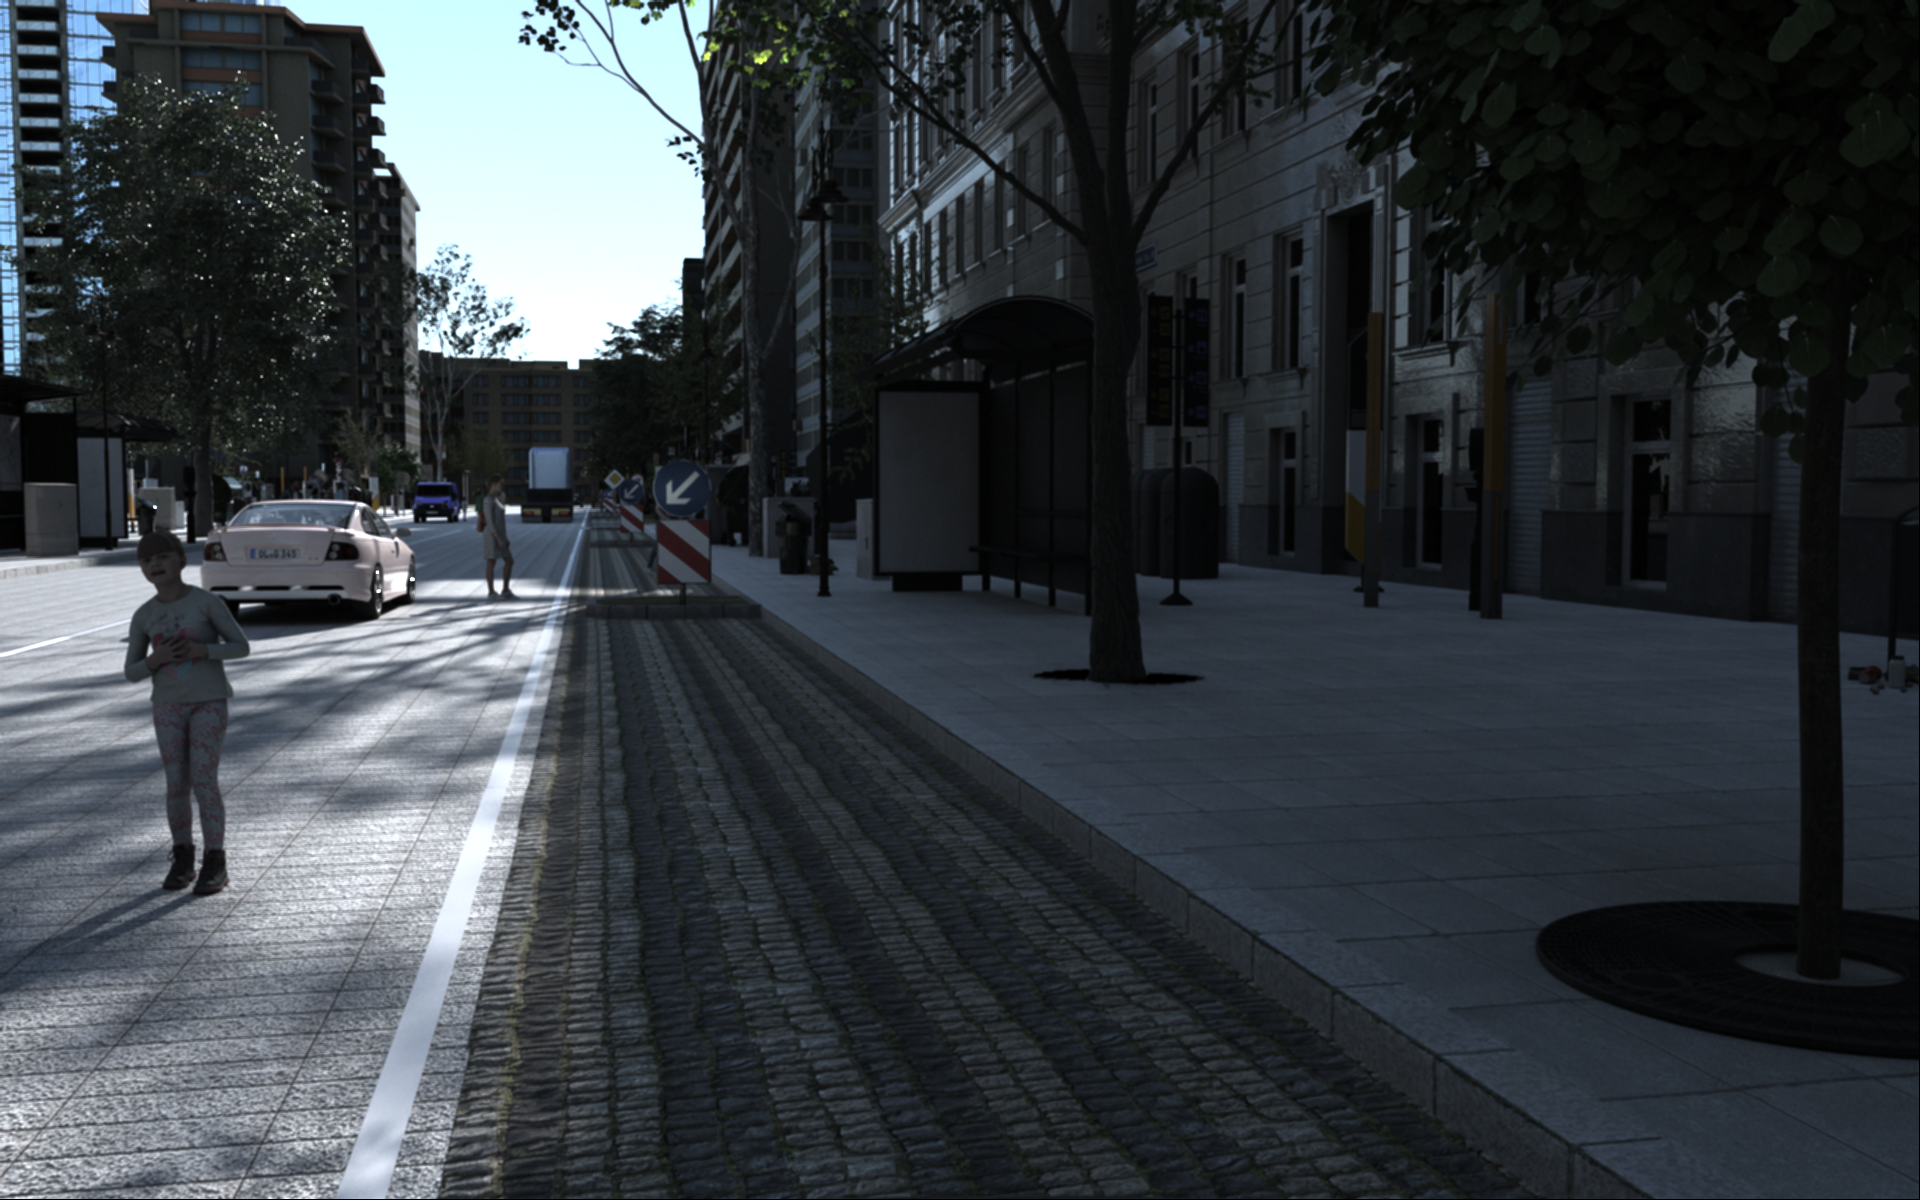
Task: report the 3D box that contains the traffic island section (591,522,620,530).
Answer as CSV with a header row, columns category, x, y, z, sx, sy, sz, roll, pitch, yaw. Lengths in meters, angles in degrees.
category,x,y,z,sx,sy,sz,roll,pitch,yaw
traffic island section,-15.383,-3.347,76.997,2.009,0.180,2.903,-1,4,-12

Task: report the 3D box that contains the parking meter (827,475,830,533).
category,x,y,z,sx,sy,sz,roll,pitch,yaw
parking meter,-3.792,-2.792,51.363,0.255,1.863,0.399,0,4,6

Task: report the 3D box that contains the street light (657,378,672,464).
category,x,y,z,sx,sy,sz,roll,pitch,yaw
street light,-11.622,-5.870,68.755,0.468,5.910,1.993,-1,4,-12

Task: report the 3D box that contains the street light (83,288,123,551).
category,x,y,z,sx,sy,sz,roll,pitch,yaw
street light,-19.307,-4.058,39.133,0.468,5.910,1.993,-1,4,-12

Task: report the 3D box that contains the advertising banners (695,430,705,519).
category,x,y,z,sx,sy,sz,roll,pitch,yaw
advertising banners,-7.258,-3.182,48.215,0.090,3.025,2.074,0,4,-4

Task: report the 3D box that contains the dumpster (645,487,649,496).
category,x,y,z,sx,sy,sz,roll,pitch,yaw
dumpster,-25.723,-8.398,139.796,1.502,2.255,1.985,-1,4,-12

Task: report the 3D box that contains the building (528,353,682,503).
category,x,y,z,sx,sy,sz,roll,pitch,yaw
building,-47.560,-25.029,254.264,28.899,21.520,27.650,-1,4,-12

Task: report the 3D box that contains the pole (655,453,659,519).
category,x,y,z,sx,sy,sz,roll,pitch,yaw
pole,-15.146,-5.671,86.559,0.158,3.312,0.155,0,3,0

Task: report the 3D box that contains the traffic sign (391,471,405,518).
category,x,y,z,sx,sy,sz,roll,pitch,yaw
traffic sign,-30.744,-5.783,94.650,0.768,2.556,0.104,-1,4,-9

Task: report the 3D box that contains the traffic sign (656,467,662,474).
category,x,y,z,sx,sy,sz,roll,pitch,yaw
traffic sign,-10.809,-3.737,63.227,0.606,2.300,0.079,-1,4,-10

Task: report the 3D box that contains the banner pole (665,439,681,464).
category,x,y,z,sx,sy,sz,roll,pitch,yaw
banner pole,-12.785,-5.354,77.562,0.863,3.779,0.401,-1,4,-14

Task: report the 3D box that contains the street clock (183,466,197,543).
category,x,y,z,sx,sy,sz,roll,pitch,yaw
street clock,-20.071,-2.483,45.162,0.358,2.002,0.471,-2,4,-32

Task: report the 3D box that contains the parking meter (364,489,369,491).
category,x,y,z,sx,sy,sz,roll,pitch,yaw
parking meter,-29.393,-4.742,85.943,0.372,1.533,0.369,0,3,0

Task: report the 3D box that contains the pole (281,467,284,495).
category,x,y,z,sx,sy,sz,roll,pitch,yaw
pole,-51.317,-8.404,131.249,0.158,3.312,0.155,0,3,0

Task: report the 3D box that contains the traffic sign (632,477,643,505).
category,x,y,z,sx,sy,sz,roll,pitch,yaw
traffic sign,-18.507,-5.953,99.455,0.606,2.300,0.079,0,4,-7

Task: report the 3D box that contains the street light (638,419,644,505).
category,x,y,z,sx,sy,sz,roll,pitch,yaw
street light,-19.253,-8.067,104.687,0.468,5.910,1.993,-1,4,-12

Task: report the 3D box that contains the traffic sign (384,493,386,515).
category,x,y,z,sx,sy,sz,roll,pitch,yaw
traffic sign,-35.609,-6.549,107.184,0.768,2.556,0.104,0,4,-6

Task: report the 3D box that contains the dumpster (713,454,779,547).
category,x,y,z,sx,sy,sz,roll,pitch,yaw
dumpster,-5.318,-2.477,42.987,1.502,2.255,1.985,-1,4,-12

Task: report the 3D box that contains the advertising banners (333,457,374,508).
category,x,y,z,sx,sy,sz,roll,pitch,yaw
advertising banners,-28.942,-5.288,82.639,0.090,3.025,2.074,3,5,40

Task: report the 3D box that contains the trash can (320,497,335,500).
category,x,y,z,sx,sy,sz,roll,pitch,yaw
trash can,-26.926,-3.811,73.961,0.748,1.137,0.748,0,3,0

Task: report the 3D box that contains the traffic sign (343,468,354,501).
category,x,y,z,sx,sy,sz,roll,pitch,yaw
traffic sign,-30.539,-5.263,86.150,0.768,2.556,0.104,0,4,-3

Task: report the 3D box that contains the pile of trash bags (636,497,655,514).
category,x,y,z,sx,sy,sz,roll,pitch,yaw
pile of trash bags,-19.191,-6.136,110.079,1.912,1.369,3.447,2,4,23

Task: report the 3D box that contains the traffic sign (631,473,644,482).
category,x,y,z,sx,sy,sz,roll,pitch,yaw
traffic sign,-19.244,-6.317,103.386,0.768,2.556,0.104,0,4,-6

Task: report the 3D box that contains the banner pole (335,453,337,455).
category,x,y,z,sx,sy,sz,roll,pitch,yaw
banner pole,-37.750,-7.020,104.799,0.401,3.779,0.863,-1,4,-22

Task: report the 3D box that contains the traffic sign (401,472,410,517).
category,x,y,z,sx,sy,sz,roll,pitch,yaw
traffic sign,-31.571,-6.005,98.281,0.768,2.556,0.104,-1,4,-10

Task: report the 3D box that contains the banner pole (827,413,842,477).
category,x,y,z,sx,sy,sz,roll,pitch,yaw
banner pole,-3.879,-3.886,53.560,0.863,3.779,0.401,3,4,36

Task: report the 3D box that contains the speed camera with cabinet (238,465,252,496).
category,x,y,z,sx,sy,sz,roll,pitch,yaw
speed camera with cabinet,-48.134,-7.392,115.193,0.660,3.252,2.038,2,4,28

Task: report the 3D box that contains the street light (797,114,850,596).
category,x,y,z,sx,sy,sz,roll,pitch,yaw
street light,-1.707,-2.985,21.595,0.468,5.910,1.993,-1,4,-12

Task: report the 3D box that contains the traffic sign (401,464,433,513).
category,x,y,z,sx,sy,sz,roll,pitch,yaw
traffic sign,-37.358,-7.652,118.977,2.265,3.308,0.079,0,4,-5

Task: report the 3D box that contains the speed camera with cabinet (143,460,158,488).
category,x,y,z,sx,sy,sz,roll,pitch,yaw
speed camera with cabinet,-46.144,-6.438,99.595,2.038,3.252,0.660,2,4,33

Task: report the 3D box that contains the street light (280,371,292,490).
category,x,y,z,sx,sy,sz,roll,pitch,yaw
street light,-24.278,-5.487,62.503,0.468,5.910,1.993,-1,4,-12

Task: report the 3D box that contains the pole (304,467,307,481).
category,x,y,z,sx,sy,sz,roll,pitch,yaw
pole,-48.631,-8.249,128.716,0.158,3.312,0.155,0,3,0

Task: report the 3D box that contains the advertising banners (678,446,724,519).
category,x,y,z,sx,sy,sz,roll,pitch,yaw
advertising banners,-9.328,-4.040,62.249,2.074,3.025,0.090,-3,5,-40

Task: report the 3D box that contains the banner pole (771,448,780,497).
category,x,y,z,sx,sy,sz,roll,pitch,yaw
banner pole,-10.027,-6.385,94.404,0.401,3.779,0.863,2,4,35

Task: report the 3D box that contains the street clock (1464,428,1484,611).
category,x,y,z,sx,sy,sz,roll,pitch,yaw
street clock,5.717,-0.885,19.045,0.358,2.002,0.471,1,4,21

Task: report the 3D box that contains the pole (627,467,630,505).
category,x,y,z,sx,sy,sz,roll,pitch,yaw
pole,-24.140,-8.089,126.103,0.158,3.312,0.155,0,3,0

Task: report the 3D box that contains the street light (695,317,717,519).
category,x,y,z,sx,sy,sz,roll,pitch,yaw
street light,-6.632,-4.438,45.342,0.468,5.910,1.993,-1,4,-12

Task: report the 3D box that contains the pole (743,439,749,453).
category,x,y,z,sx,sy,sz,roll,pitch,yaw
pole,-7.901,-4.296,64.081,0.158,3.312,0.155,0,3,0

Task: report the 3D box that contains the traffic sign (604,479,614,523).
category,x,y,z,sx,sy,sz,roll,pitch,yaw
traffic sign,-15.405,-4.482,76.915,0.795,2.450,0.064,-1,4,-12

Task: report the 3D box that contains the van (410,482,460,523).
category,x,y,z,sx,sy,sz,roll,pitch,yaw
van,-26.493,-5.093,87.650,2.240,2.365,5.245,-1,4,-12

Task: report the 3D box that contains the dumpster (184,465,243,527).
category,x,y,z,sx,sy,sz,roll,pitch,yaw
dumpster,-24.991,-3.394,57.978,1.502,2.255,1.985,-1,4,-12

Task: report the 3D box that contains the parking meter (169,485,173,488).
category,x,y,z,sx,sy,sz,roll,pitch,yaw
parking meter,-52.750,-6.735,115.828,0.255,1.863,0.399,-1,4,-19

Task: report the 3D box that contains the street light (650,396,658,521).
category,x,y,z,sx,sy,sz,roll,pitch,yaw
street light,-14.302,-6.648,81.479,0.468,5.910,1.993,-1,4,-12

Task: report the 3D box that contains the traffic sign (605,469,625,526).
category,x,y,z,sx,sy,sz,roll,pitch,yaw
traffic sign,-13.750,-4.004,69.103,0.795,2.450,0.064,-1,4,-12

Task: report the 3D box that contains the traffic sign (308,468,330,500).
category,x,y,z,sx,sy,sz,roll,pitch,yaw
traffic sign,-24.706,-3.864,66.812,0.795,2.450,0.064,-1,4,-12

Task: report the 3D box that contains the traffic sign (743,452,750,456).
category,x,y,z,sx,sy,sz,roll,pitch,yaw
traffic sign,-6.484,-3.235,53.005,0.768,2.556,0.104,0,4,-5

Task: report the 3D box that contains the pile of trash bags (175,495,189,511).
category,x,y,z,sx,sy,sz,roll,pitch,yaw
pile of trash bags,-60.508,-7.693,135.531,1.912,1.369,3.447,2,4,23

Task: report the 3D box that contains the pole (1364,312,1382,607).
category,x,y,z,sx,sy,sz,roll,pitch,yaw
pole,4.672,-1.575,19.594,0.158,3.312,0.155,0,3,0

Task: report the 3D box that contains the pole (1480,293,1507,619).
category,x,y,z,sx,sy,sz,roll,pitch,yaw
pole,5.473,-1.462,17.750,0.158,3.312,0.155,0,3,0

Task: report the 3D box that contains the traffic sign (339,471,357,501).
category,x,y,z,sx,sy,sz,roll,pitch,yaw
traffic sign,-26.361,-4.341,74.624,0.795,2.450,0.064,-1,4,-12
